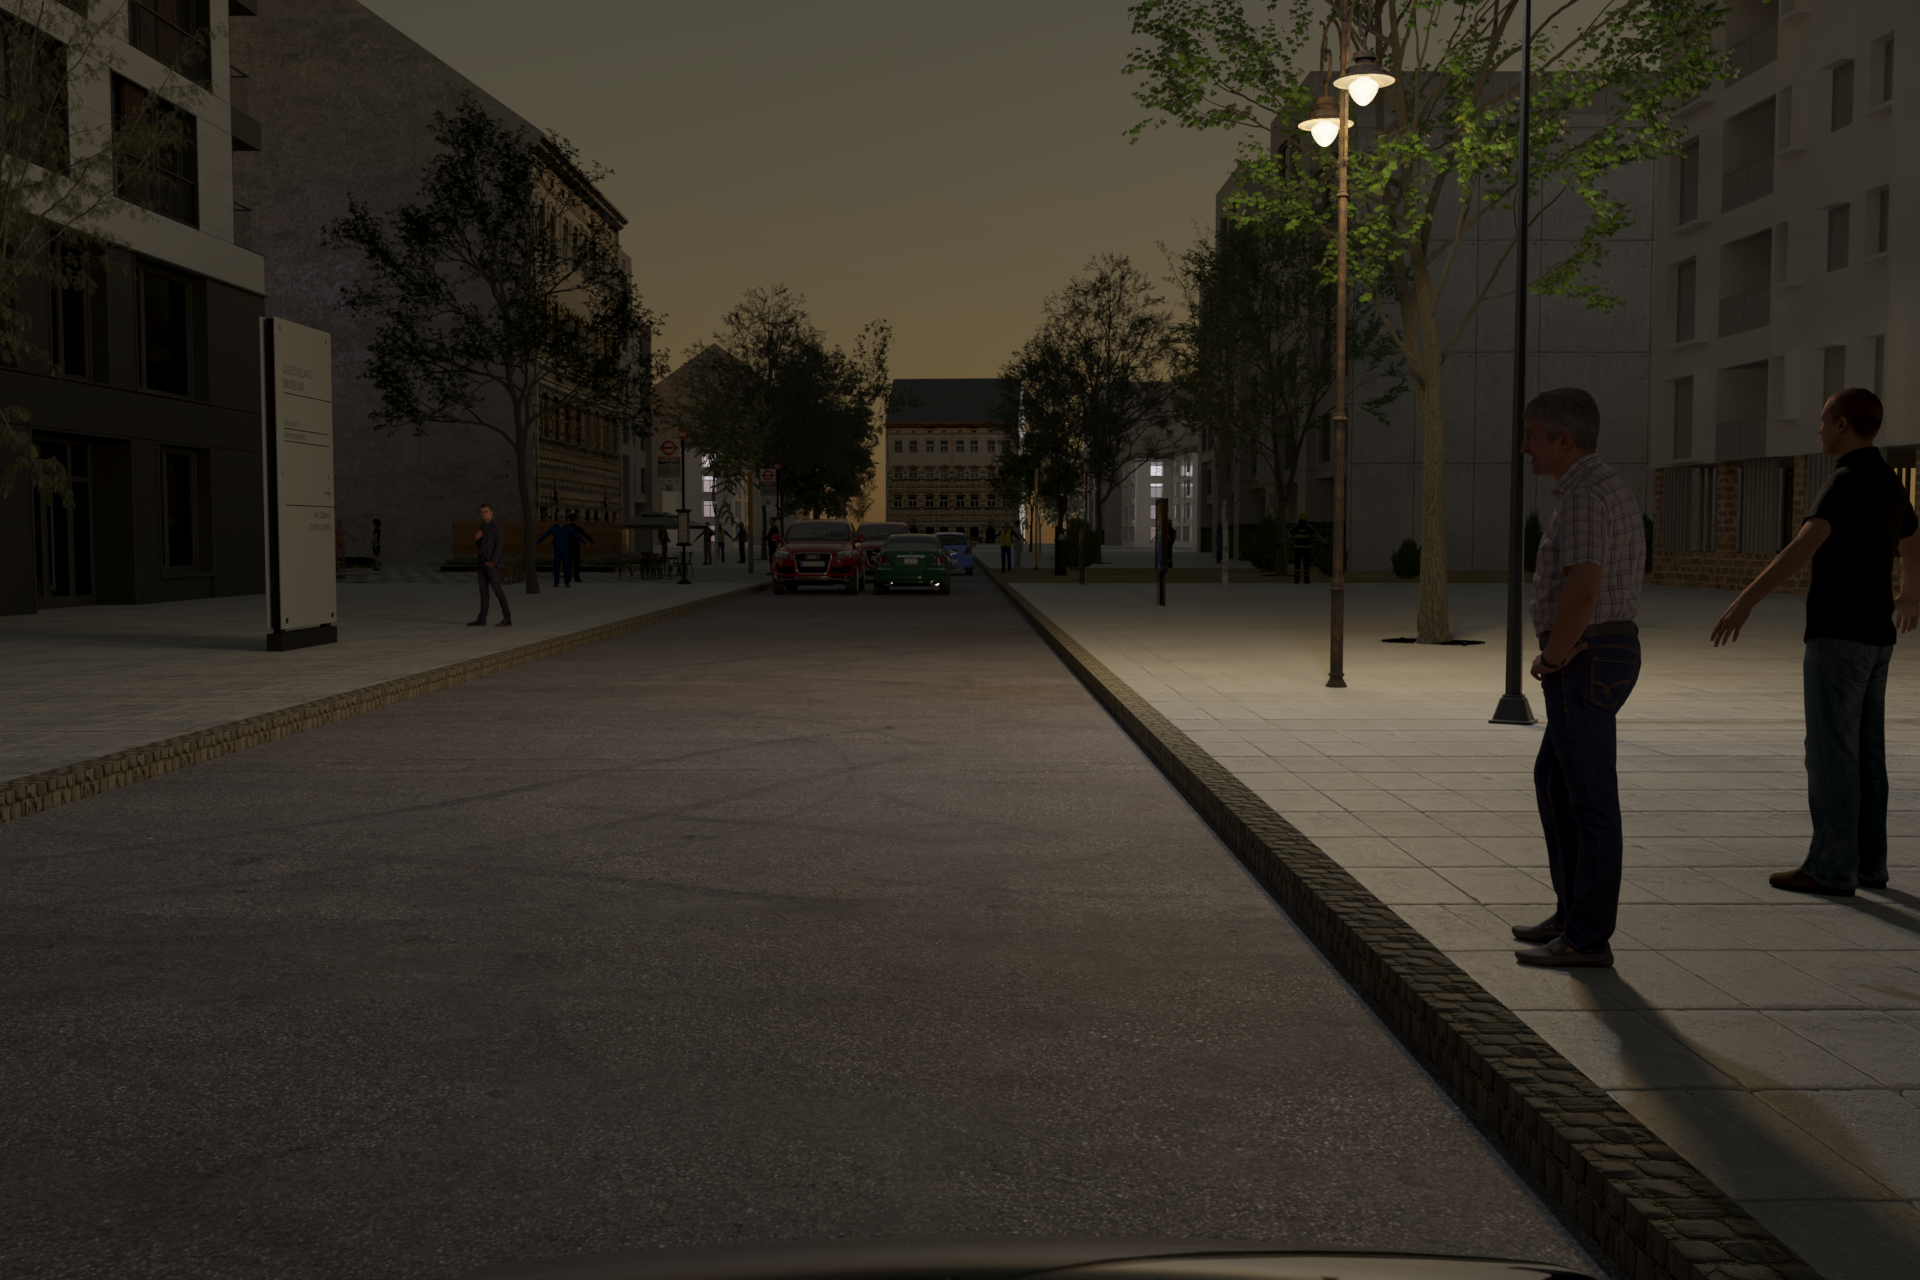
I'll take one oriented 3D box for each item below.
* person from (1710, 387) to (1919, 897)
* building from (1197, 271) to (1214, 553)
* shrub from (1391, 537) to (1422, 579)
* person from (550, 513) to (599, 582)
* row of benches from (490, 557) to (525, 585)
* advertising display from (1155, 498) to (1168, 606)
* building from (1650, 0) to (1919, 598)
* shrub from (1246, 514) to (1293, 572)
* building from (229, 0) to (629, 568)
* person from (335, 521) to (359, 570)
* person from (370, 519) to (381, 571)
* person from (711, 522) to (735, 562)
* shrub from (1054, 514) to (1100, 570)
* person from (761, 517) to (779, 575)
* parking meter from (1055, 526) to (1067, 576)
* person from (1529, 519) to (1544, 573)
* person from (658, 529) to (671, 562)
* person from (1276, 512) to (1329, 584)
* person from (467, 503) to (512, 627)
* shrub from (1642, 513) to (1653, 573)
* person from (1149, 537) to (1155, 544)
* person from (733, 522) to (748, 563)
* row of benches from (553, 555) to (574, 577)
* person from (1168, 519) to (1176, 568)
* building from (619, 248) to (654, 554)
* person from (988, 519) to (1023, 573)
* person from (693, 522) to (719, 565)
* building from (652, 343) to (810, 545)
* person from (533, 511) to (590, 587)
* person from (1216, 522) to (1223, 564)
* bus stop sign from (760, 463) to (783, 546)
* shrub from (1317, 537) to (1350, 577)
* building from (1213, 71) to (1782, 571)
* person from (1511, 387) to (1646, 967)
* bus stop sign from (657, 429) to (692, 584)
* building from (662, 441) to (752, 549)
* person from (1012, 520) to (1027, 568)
[{"bbox_3d":[3.175,-0.002,6.250,1.348,1.803,0.705,-3,4,-37],"label":"person"},{"bbox_3d":[25.378,-14.696,106.731,16.747,18.905,31.486,0,4,-1],"label":"building"},{"bbox_3d":[12.808,-2.350,49.537,1.383,1.207,1.383,0,3,0],"label":"shrub"},{"bbox_3d":[-10.309,-2.461,46.166,1.347,1.837,0.705,1,4,9],"label":"person"},{"bbox_3d":[-11.975,-1.850,45.704,1.422,0.672,4.104,-1,4,-9],"label":"row of benches"},{"bbox_3d":[3.627,-1.589,31.187,0.123,1.923,0.974,0,4,0],"label":"advertising display"},{"bbox_3d":[22.443,-11.309,41.322,16.016,20.090,11.380,0,4,-1],"label":"building"},{"bbox_3d":[10.527,-3.332,58.901,1.690,2.028,1.600,0,3,0],"label":"shrub"},{"bbox_3d":[-25.552,-14.896,74.473,19.493,23.208,18.063,0,4,-1],"label":"building"},{"bbox_3d":[-20.794,-3.135,58.067,1.217,1.733,0.721,-2,4,-24],"label":"person"},{"bbox_3d":[-20.538,-3.347,60.872,0.704,1.843,1.345,-1,4,-14],"label":"person"},{"bbox_3d":[-10.895,-4.451,78.737,1.349,1.833,0.705,-1,4,-14],"label":"person"},{"bbox_3d":[4.172,-3.501,61.656,1.690,2.028,1.600,0,3,0],"label":"shrub"},{"bbox_3d":[-5.853,-2.920,53.874,0.704,1.812,1.346,-2,4,-26],"label":"person"},{"bbox_3d":[3.108,-2.752,53.403,0.372,1.533,0.369,0,3,0],"label":"parking meter"},{"bbox_3d":[19.140,-3.162,57.556,1.347,1.847,0.705,-1,4,-16],"label":"person"},{"bbox_3d":[-12.899,-4.279,75.731,0.705,1.858,1.354,0,4,2],"label":"person"},{"bbox_3d":[8.839,-2.382,44.711,1.351,1.858,0.704,1,4,15],"label":"person"},{"bbox_3d":[-6.541,-1.044,24.037,0.530,1.710,0.541,-3,4,-37],"label":"person"},{"bbox_3d":[22.901,-3.271,57.904,1.690,2.028,1.600,0,3,0],"label":"shrub"},{"bbox_3d":[9.501,-4.500,82.844,0.991,1.433,0.599,2,4,24],"label":"person"},{"bbox_3d":[-9.654,-4.300,76.436,0.705,1.813,1.348,-2,4,-33],"label":"person"},{"bbox_3d":[-11.904,-2.242,52.126,1.422,0.672,4.104,-1,4,-14],"label":"row of benches"},{"bbox_3d":[7.903,-3.666,65.714,0.705,1.856,1.354,2,4,28],"label":"person"},{"bbox_3d":[-29.300,-14.463,102.928,16.747,18.905,31.486,0,4,-1],"label":"building"},{"bbox_3d":[1.505,-3.109,57.294,1.216,1.772,0.721,1,4,22],"label":"person"},{"bbox_3d":[-10.545,-4.032,72.202,1.348,1.796,0.705,2,4,31],"label":"person"},{"bbox_3d":[-28.227,-23.098,208.579,19.493,23.208,18.063,0,4,0],"label":"building"},{"bbox_3d":[-9.641,-2.202,41.886,1.347,1.842,0.705,-1,4,-11],"label":"person"},{"bbox_3d":[11.121,-4.151,73.992,0.704,1.817,1.347,1,4,17],"label":"person"},{"bbox_3d":[-7.044,-4.659,64.870,0.855,3.939,0.416,0,4,-1],"label":"bus stop sign"},{"bbox_3d":[11.196,-2.500,51.996,1.383,1.207,1.383,0,3,0],"label":"shrub"},{"bbox_3d":[21.716,-12.754,74.981,16.747,18.905,31.486,0,4,0],"label":"building"},{"bbox_3d":[1.791,0.112,5.145,0.436,1.711,0.756,3,4,37],"label":"person"},{"bbox_3d":[-7.285,-3.397,44.250,0.855,3.939,0.416,0,4,-1],"label":"bus stop sign"},{"bbox_3d":[-24.813,-13.925,169.824,9.099,9.664,28.070,0,4,0],"label":"building"},{"bbox_3d":[2.215,-3.629,65.517,0.705,1.806,1.347,1,4,22],"label":"person"}]
